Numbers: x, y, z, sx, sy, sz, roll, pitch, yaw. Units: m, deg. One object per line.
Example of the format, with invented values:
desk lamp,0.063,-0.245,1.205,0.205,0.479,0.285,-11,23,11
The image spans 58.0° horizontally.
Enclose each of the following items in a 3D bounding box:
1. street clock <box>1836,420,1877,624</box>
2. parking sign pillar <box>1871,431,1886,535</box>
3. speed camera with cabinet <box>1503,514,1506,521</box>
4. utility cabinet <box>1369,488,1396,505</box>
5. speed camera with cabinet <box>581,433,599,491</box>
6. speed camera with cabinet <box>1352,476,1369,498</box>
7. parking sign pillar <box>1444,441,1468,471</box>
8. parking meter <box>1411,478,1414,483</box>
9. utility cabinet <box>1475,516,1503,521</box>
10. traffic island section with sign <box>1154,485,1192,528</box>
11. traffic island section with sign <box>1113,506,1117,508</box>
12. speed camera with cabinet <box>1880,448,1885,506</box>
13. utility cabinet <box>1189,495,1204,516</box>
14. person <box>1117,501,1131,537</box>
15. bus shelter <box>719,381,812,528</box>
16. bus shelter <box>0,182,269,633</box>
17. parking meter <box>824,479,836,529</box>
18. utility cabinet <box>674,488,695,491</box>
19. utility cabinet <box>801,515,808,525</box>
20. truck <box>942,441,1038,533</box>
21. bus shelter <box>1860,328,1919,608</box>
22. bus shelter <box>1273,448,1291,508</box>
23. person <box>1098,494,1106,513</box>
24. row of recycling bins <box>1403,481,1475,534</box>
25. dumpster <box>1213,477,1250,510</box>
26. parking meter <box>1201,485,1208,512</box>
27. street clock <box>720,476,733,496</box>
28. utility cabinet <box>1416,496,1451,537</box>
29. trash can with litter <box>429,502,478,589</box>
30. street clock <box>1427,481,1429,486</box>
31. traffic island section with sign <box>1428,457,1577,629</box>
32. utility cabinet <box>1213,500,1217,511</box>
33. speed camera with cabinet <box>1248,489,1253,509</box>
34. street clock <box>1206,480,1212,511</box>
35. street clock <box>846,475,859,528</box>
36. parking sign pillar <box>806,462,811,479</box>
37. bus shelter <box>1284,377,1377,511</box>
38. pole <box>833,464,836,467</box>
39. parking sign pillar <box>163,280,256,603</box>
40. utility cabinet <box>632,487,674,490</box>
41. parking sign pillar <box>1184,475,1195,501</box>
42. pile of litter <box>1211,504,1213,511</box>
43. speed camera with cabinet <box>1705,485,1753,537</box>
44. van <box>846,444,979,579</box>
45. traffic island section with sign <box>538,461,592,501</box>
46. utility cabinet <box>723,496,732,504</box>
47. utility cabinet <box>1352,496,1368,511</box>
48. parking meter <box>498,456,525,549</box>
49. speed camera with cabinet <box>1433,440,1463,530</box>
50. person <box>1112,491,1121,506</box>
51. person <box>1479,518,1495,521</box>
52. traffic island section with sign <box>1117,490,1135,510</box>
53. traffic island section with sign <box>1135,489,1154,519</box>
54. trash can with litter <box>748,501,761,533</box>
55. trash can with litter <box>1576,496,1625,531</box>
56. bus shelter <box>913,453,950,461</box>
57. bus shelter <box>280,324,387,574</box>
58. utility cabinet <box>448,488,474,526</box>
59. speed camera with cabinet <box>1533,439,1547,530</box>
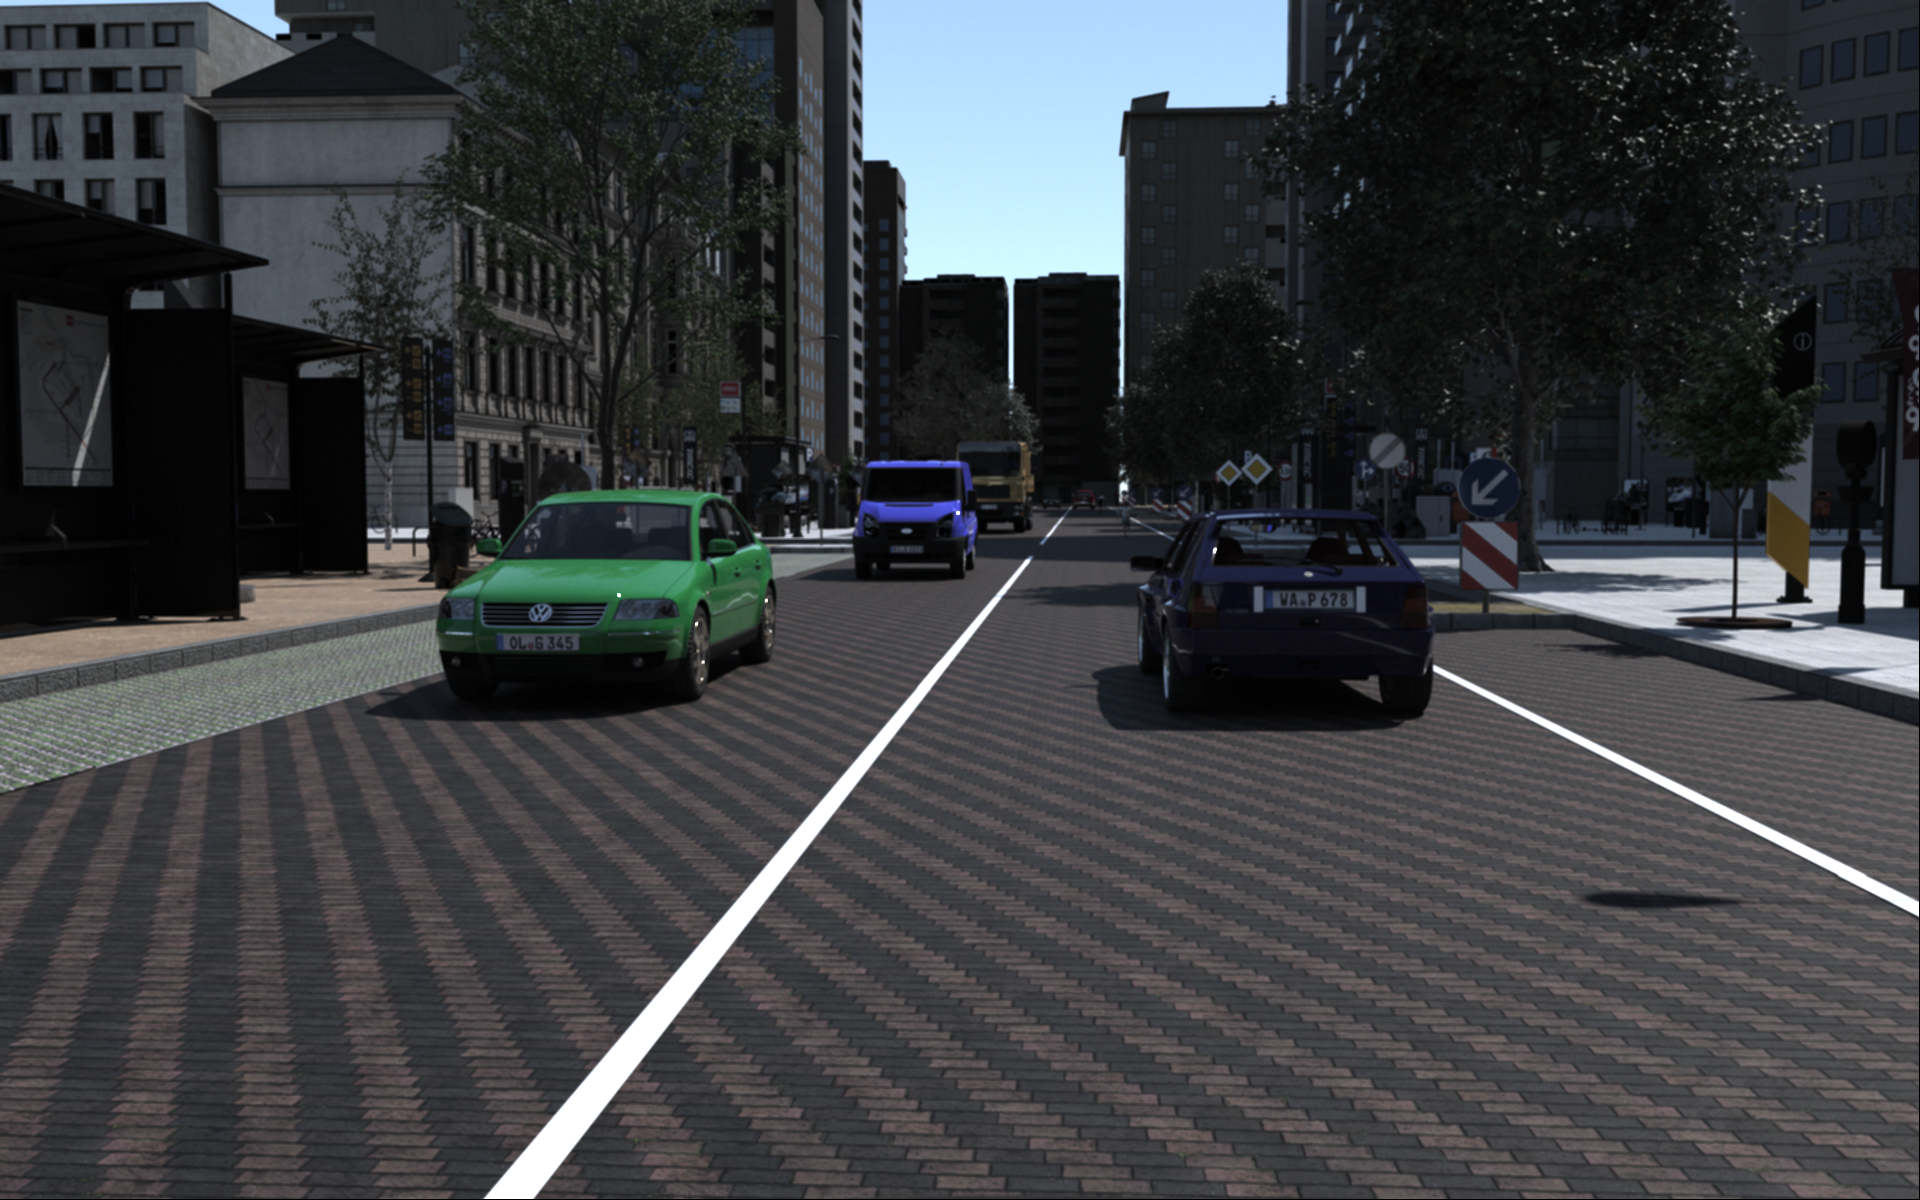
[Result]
street clock,8.842,-0.768,17.120,0.471,2.002,0.358,-3,5,-44
parking sign pillar,29.277,-4.005,53.957,1.447,3.967,1.447,-1,4,-19
speed camera with cabinet,19.045,-4.086,61.137,2.038,3.252,0.660,-2,4,-32
utility cabinet,14.310,-3.061,58.723,0.318,1.500,1.173,-1,4,-19
speed camera with cabinet,-11.985,-3.760,55.814,0.660,3.252,2.038,-1,4,-10
speed camera with cabinet,20.785,-5.798,89.139,2.038,3.252,0.660,0,4,6
parking sign pillar,24.949,-6.030,87.062,1.447,3.967,1.447,-3,5,-42
parking meter,16.626,-3.511,63.109,0.255,1.863,0.399,-2,4,-34
utility cabinet,15.349,-2.498,49.518,1.173,1.500,0.318,3,4,37
traffic island section with sign,9.509,-4.035,74.606,1.989,1.847,2.006,0,4,4
traffic island section with sign,16.878,-10.426,179.090,1.989,1.847,2.006,0,4,4
speed camera with cabinet,18.212,-2.313,32.161,2.038,3.252,0.660,0,4,-8
utility cabinet,13.867,-5.517,101.366,0.306,1.237,1.020,-2,4,-35
person,5.452,-2.686,57.437,0.505,1.210,0.382,1,4,15
bus shelter,-7.249,-5.287,64.081,2.179,5.291,8.768,0,4,4
bus shelter,-8.002,-1.418,14.468,1.731,3.624,6.357,0,4,4
parking meter,-4.760,-3.525,63.351,0.399,1.863,0.255,-3,5,-44
utility cabinet,-10.256,-3.333,63.178,1.173,1.500,0.318,2,4,25
utility cabinet,-6.726,-3.785,70.565,1.173,1.500,0.318,-3,5,-43
truck,1.365,-4.295,66.142,3.469,3.379,9.791,0,4,5
bus shelter,11.049,-1.408,16.940,2.014,3.302,5.546,0,4,4
bus shelter,14.276,-4.755,71.670,2.014,3.302,5.546,0,4,4
person,10.619,-7.208,129.542,0.628,1.438,0.799,0,4,3
row of recycling bins,16.186,-3.006,56.266,3.534,1.692,1.069,0,4,2
dumpster,11.443,-4.296,72.739,1.502,2.255,1.985,0,4,4
parking meter,16.558,-6.819,117.205,0.399,1.863,0.255,-1,4,-14
street clock,-9.235,-3.909,68.476,0.471,2.002,0.358,-1,4,-20
utility cabinet,14.183,-2.492,51.912,1.020,1.237,0.306,-1,4,-18
trash can with litter,-6.735,-0.737,23.437,0.624,1.170,1.055,-3,5,-42
street clock,24.243,-5.235,90.170,0.358,2.002,0.471,1,4,22
traffic island section with sign,5.622,-0.657,19.367,1.989,1.847,2.006,0,4,4
utility cabinet,14.958,-5.360,98.794,1.020,1.237,0.306,-1,4,-9
speed camera with cabinet,16.985,-6.540,101.270,0.660,3.252,2.038,2,4,34
street clock,13.185,-5.336,91.816,0.358,2.002,0.471,1,4,9
street clock,-4.127,-3.783,66.428,0.471,2.002,0.358,1,4,12
parking sign pillar,-8.532,-6.312,91.667,1.447,3.967,1.447,2,4,26
bus shelter,11.989,-4.867,57.207,2.179,5.291,8.768,0,4,4
pole,-8.551,-7.580,117.774,0.158,3.312,0.155,0,3,0
parking sign pillar,-9.127,-1.953,20.411,1.447,3.967,1.447,3,5,42
utility cabinet,-9.226,-2.639,51.824,1.173,1.500,0.318,-3,5,-44
parking sign pillar,16.034,-8.102,120.946,1.447,3.967,1.447,0,4,-8
pile of litter,15.042,-5.470,103.395,1.176,0.858,1.719,0,4,5
speed camera with cabinet,23.505,-3.582,52.897,0.660,3.252,2.038,0,4,-1
van,-0.742,-1.635,31.124,2.240,2.365,5.245,0,4,3
traffic island section with sign,-4.716,-0.706,20.170,1.989,1.847,2.006,0,4,4
utility cabinet,-8.195,-2.941,59.245,0.306,1.237,1.020,2,4,27
utility cabinet,15.124,-3.340,65.776,0.306,1.237,1.020,-1,4,-14
parking meter,-6.914,-1.288,26.769,0.255,1.863,0.399,-3,5,-39
speed camera with cabinet,17.606,-4.158,62.319,0.660,3.252,2.038,0,4,-1
person,17.994,-11.615,198.368,1.348,1.831,0.705,-2,4,-25
person,13.408,-2.149,43.660,0.654,1.822,0.581,0,4,3
traffic island section with sign,14.941,-8.743,151.571,1.989,1.847,2.006,0,4,4
traffic island section with sign,11.413,-5.680,101.494,1.989,1.847,2.006,0,4,4
trash can with litter,-6.645,-2.828,57.621,0.624,1.170,1.055,2,4,34
trash can with litter,22.263,-3.005,60.182,2.233,1.210,1.678,-1,4,-12
bus shelter,-1.721,-6.848,103.252,1.731,3.624,6.357,0,4,4
bus shelter,-10.214,-2.046,24.736,1.731,3.624,6.357,0,4,4
utility cabinet,-17.517,-3.185,60.761,0.318,1.500,1.173,1,4,15
speed camera with cabinet,20.817,-4.207,63.128,0.660,3.252,2.038,0,4,4
